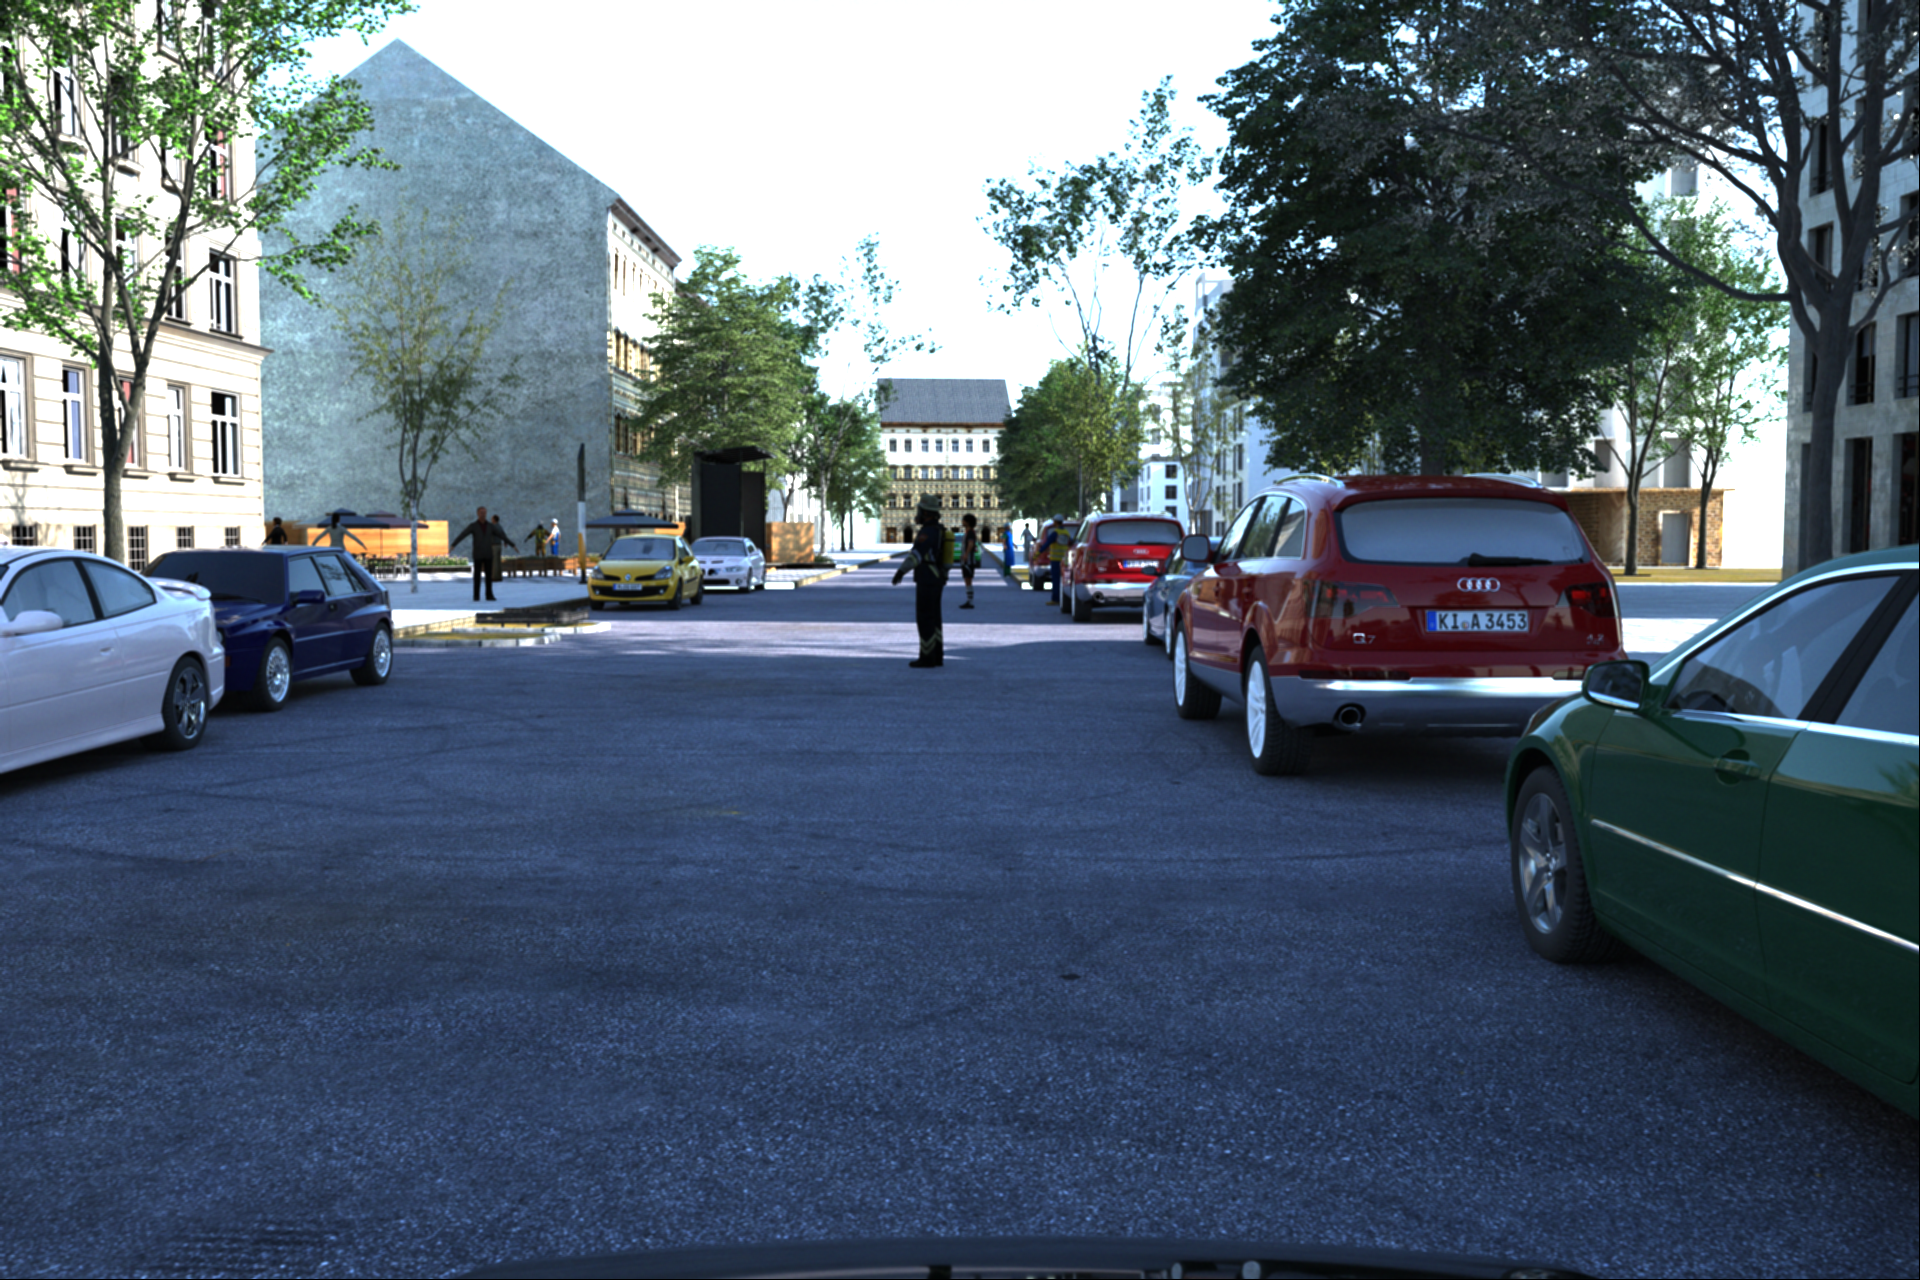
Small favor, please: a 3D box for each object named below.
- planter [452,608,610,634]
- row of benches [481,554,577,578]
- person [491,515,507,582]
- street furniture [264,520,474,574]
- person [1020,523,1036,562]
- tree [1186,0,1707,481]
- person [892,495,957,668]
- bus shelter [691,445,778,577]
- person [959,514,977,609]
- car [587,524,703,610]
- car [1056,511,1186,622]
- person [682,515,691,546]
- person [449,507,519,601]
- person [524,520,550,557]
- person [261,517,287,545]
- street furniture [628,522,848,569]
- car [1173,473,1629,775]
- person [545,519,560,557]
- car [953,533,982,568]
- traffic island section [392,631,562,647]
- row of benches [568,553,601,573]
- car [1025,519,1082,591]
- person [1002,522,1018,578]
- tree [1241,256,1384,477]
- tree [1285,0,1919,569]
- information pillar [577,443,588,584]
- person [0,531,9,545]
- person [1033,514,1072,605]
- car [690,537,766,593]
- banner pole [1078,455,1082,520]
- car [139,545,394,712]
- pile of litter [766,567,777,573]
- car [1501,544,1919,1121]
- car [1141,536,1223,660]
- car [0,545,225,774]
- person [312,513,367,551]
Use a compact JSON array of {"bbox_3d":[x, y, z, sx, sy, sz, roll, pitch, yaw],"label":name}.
[{"bbox_3d":[-6.297,-0.284,25.781,1.991,0.319,1.994,0,4,0],"label":"planter"},{"bbox_3d":[-12.961,-2.215,51.680,1.422,0.672,4.104,2,4,25],"label":"row of benches"},{"bbox_3d":[-12.523,-2.471,46.670,0.705,1.796,1.348,1,4,16],"label":"person"},{"bbox_3d":[-21.109,-3.065,56.967,11.010,1.723,9.812,3,5,42],"label":"street furniture"},{"bbox_3d":[3.085,-4.445,78.869,0.705,1.806,1.347,3,4,37],"label":"person"},{"bbox_3d":[8.907,-7.686,32.317,9.857,13.997,8.962,0,3,0],"label":"tree"},{"bbox_3d":[-0.357,-0.640,18.701,0.705,1.856,1.354,1,4,22],"label":"person"},{"bbox_3d":[-6.303,-3.526,48.928,1.731,3.624,6.357,0,4,0],"label":"bus shelter"},{"bbox_3d":[0.136,-1.516,33.390,0.704,1.843,1.345,0,4,-2],"label":"person"},{"bbox_3d":[-6.116,-1.446,33.867,2.015,1.641,3.980,0,4,0],"label":"car"},{"bbox_3d":[2.837,-1.291,29.776,2.281,1.827,5.304,0,4,0],"label":"car"},{"bbox_3d":[-7.762,-2.647,49.404,0.705,1.813,1.348,1,4,13],"label":"person"},{"bbox_3d":[-9.185,-1.662,33.356,1.348,1.807,0.705,-2,4,-30],"label":"person"},{"bbox_3d":[-17.485,-4.062,72.183,1.354,1.858,0.705,0,4,-8],"label":"person"},{"bbox_3d":[-18.716,-2.481,47.282,0.721,1.740,1.216,1,4,10],"label":"person"},{"bbox_3d":[-8.423,-3.616,65.984,9.812,1.723,11.010,-3,5,-41],"label":"street furniture"},{"bbox_3d":[2.735,-0.193,11.835,2.281,1.827,5.304,0,4,-1],"label":"car"},{"bbox_3d":[-15.297,-3.630,65.203,0.705,1.847,1.347,0,4,6],"label":"person"},{"bbox_3d":[-0.017,-4.024,74.586,1.959,1.807,4.718,0,4,-1],"label":"car"},{"bbox_3d":[-6.388,-0.006,22.959,1.991,0.108,1.994,0,4,1],"label":"traffic island section"},{"bbox_3d":[-11.036,-2.566,57.418,4.104,0.672,1.422,-2,4,-24],"label":"row of benches"},{"bbox_3d":[2.860,-2.245,45.373,2.281,1.827,5.304,0,4,1],"label":"car"},{"bbox_3d":[1.599,-2.936,56.583,0.704,1.817,1.347,1,4,19],"label":"person"},{"bbox_3d":[9.414,-5.798,45.155,4.737,8.622,4.395,0,3,0],"label":"tree"},{"bbox_3d":[8.990,-6.569,17.776,12.009,13.543,11.850,0,3,0],"label":"tree"},{"bbox_3d":[-9.700,-3.247,44.437,0.183,3.616,0.504,0,3,0],"label":"information pillar"},{"bbox_3d":[-19.319,-1.556,34.670,0.799,1.438,0.628,2,4,26],"label":"person"},{"bbox_3d":[1.965,-1.626,35.009,0.705,1.833,1.349,3,5,40],"label":"person"},{"bbox_3d":[-5.970,-1.894,43.330,2.083,1.381,4.827,0,4,1],"label":"car"},{"bbox_3d":[3.797,-3.958,54.725,0.401,3.779,0.863,0,4,-1],"label":"banner pole"},{"bbox_3d":[-6.348,-0.159,15.179,1.945,1.354,3.894,0,4,0],"label":"car"},{"bbox_3d":[-6.711,-2.690,57.941,1.176,0.858,1.719,0,4,-1],"label":"pile of litter"},{"bbox_3d":[2.872,0.451,4.418,2.131,1.459,4.920,0,4,0],"label":"car"},{"bbox_3d":[3.238,-0.546,20.923,2.014,1.417,4.499,0,4,1],"label":"car"},{"bbox_3d":[-6.019,0.135,10.150,2.083,1.381,4.827,0,4,0],"label":"car"},{"bbox_3d":[-13.418,-1.868,37.378,1.217,1.735,0.721,0,4,-2],"label":"person"}]
